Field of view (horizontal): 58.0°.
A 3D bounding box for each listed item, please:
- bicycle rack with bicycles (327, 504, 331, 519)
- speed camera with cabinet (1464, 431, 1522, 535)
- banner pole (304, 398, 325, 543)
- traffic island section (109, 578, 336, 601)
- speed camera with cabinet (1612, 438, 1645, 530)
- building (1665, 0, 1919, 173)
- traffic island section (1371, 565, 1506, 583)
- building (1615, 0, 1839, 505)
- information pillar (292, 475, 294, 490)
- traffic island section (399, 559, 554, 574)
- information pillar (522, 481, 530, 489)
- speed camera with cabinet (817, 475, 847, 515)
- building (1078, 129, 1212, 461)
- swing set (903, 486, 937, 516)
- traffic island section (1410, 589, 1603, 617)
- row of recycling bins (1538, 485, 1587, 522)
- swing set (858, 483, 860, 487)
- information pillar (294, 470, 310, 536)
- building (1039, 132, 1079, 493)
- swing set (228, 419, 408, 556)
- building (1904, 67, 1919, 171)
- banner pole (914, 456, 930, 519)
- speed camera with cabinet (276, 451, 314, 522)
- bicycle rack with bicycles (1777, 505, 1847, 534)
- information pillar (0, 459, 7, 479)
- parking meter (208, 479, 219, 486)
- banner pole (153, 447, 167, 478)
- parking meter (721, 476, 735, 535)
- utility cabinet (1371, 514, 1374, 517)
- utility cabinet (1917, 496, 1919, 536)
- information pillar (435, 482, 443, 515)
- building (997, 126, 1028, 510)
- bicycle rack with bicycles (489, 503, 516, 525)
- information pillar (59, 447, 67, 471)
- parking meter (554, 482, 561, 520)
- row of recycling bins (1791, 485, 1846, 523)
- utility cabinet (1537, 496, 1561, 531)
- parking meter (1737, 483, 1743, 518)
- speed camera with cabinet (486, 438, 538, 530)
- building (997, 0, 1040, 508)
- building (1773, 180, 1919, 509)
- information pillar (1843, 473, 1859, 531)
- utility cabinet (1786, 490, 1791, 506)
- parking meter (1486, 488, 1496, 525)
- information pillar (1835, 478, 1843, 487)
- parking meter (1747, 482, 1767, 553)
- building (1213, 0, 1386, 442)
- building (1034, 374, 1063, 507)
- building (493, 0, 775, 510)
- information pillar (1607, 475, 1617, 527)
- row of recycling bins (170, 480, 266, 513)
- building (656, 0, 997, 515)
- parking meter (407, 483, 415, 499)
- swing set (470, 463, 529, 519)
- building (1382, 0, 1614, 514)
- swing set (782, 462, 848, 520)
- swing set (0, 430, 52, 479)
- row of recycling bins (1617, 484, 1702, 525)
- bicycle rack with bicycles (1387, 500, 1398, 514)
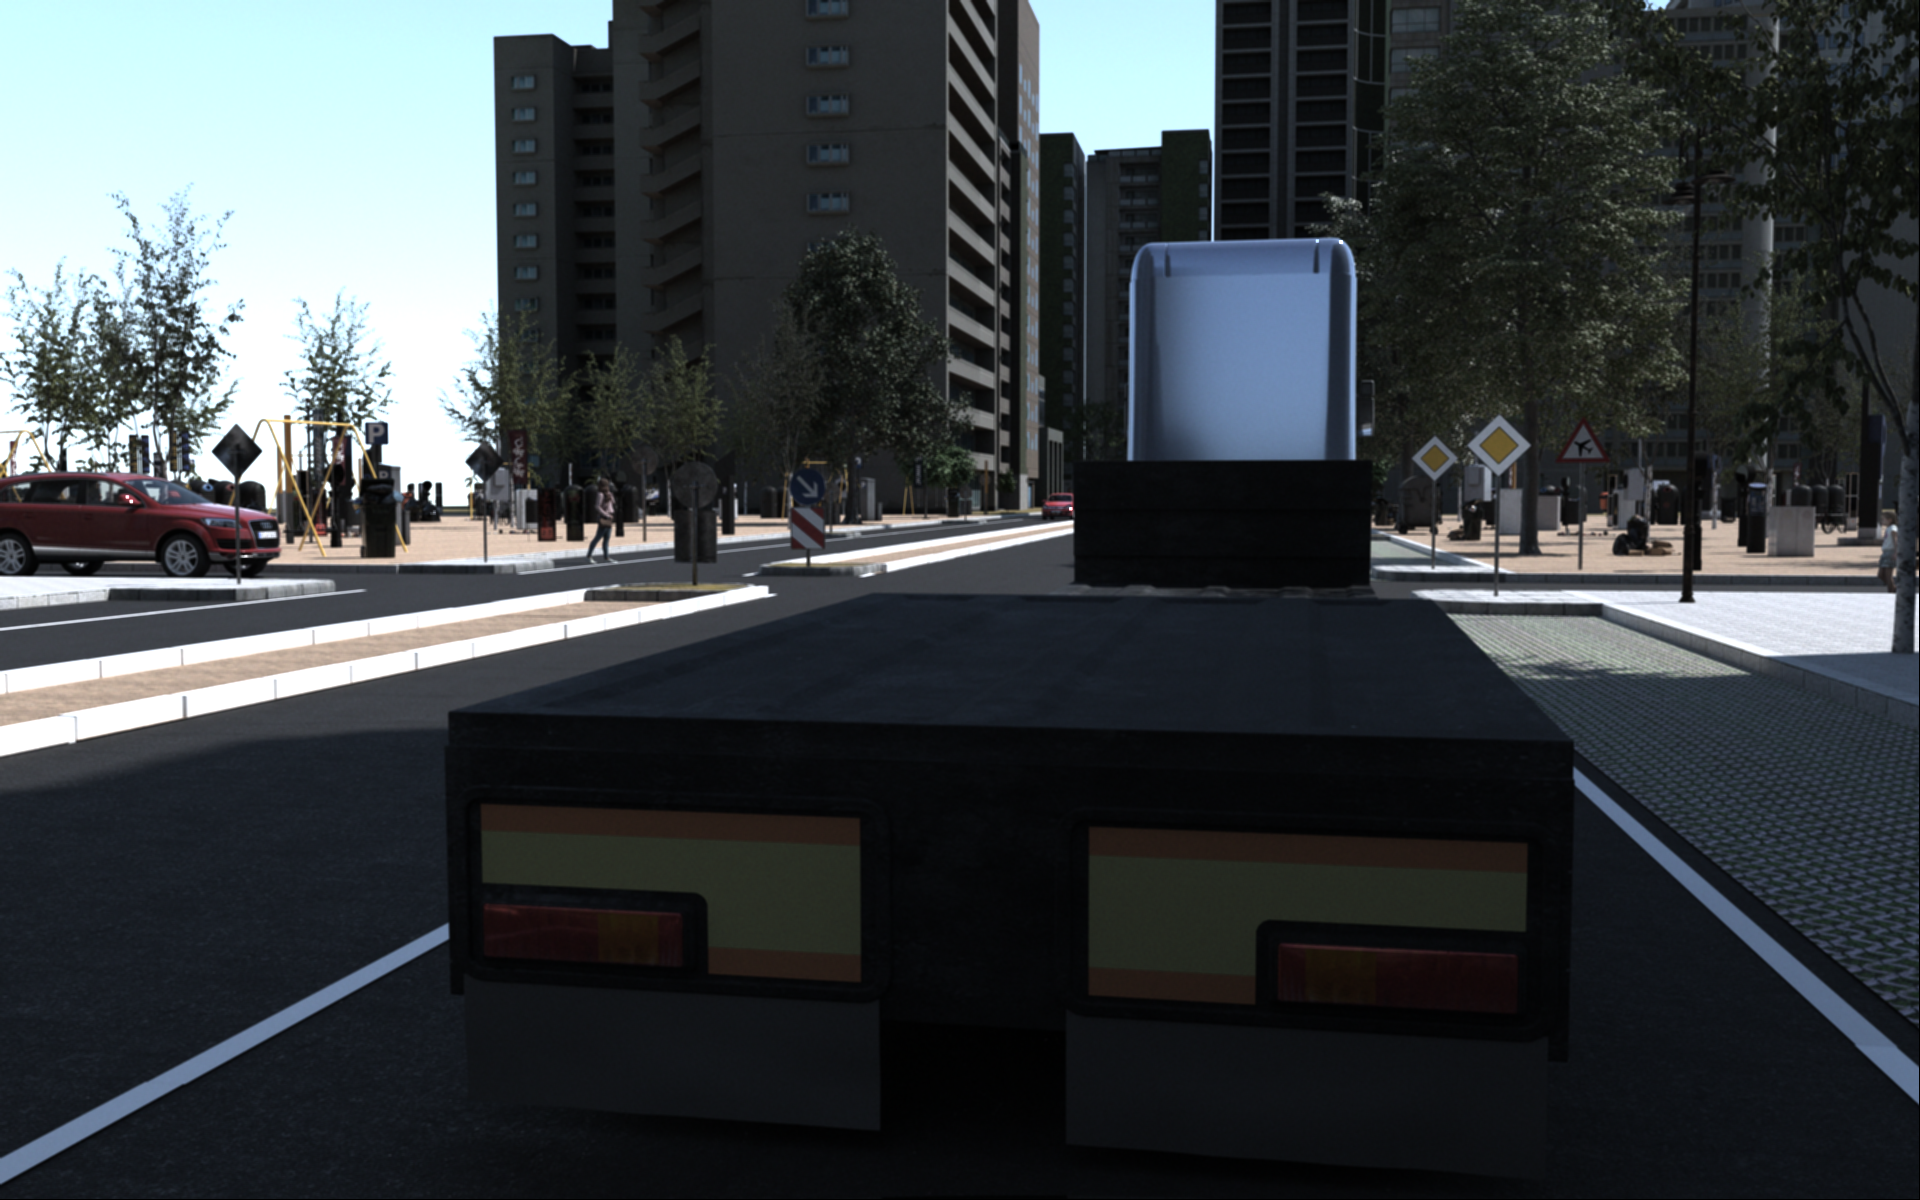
[{"bbox_3d":[-31.613,-4.747,90.998,2.925,0.926,2.852,2,4,32],"label":"bicycle rack with bicycles"},{"bbox_3d":[16.921,-3.673,54.396,2.038,3.252,0.660,3,5,41],"label":"speed camera with cabinet"},{"bbox_3d":[-16.754,-3.363,45.005,0.863,3.779,0.401,2,4,32],"label":"banner pole"},{"bbox_3d":[-10.293,-0.146,24.674,2.009,0.180,2.903,1,4,10],"label":"traffic island section"},{"bbox_3d":[24.070,-4.162,62.382,0.660,3.252,2.038,0,4,7],"label":"speed camera with cabinet"},{"bbox_3d":[92.459,-39.521,188.165,28.212,58.520,21.231,1,4,10],"label":"building"},{"bbox_3d":[8.105,-0.448,29.607,2.009,0.180,2.903,1,4,10],"label":"traffic island section"},{"bbox_3d":[47.685,-27.162,135.972,32.217,40.220,23.993,1,4,10],"label":"building"},{"bbox_3d":[-25.129,-3.707,65.094,0.304,2.012,0.304,2,4,33],"label":"information pillar"},{"bbox_3d":[-8.934,-0.628,32.543,2.009,0.180,2.903,1,4,10],"label":"traffic island section"},{"bbox_3d":[-22.661,-5.263,90.534,0.304,2.012,0.304,1,4,20],"label":"information pillar"},{"bbox_3d":[-7.873,-6.748,104.668,2.038,3.252,0.660,0,4,-7],"label":"speed camera with cabinet"},{"bbox_3d":[21.611,-31.473,198.175,14.086,41.232,14.154,1,4,10],"label":"building"},{"bbox_3d":[-1.862,-6.546,104.651,3.119,2.851,2.862,1,4,10],"label":"swing set"},{"bbox_3d":[6.746,0.033,21.738,2.009,0.180,2.903,1,4,10],"label":"traffic island section"},{"bbox_3d":[27.956,-4.545,81.425,1.069,1.692,3.534,-2,4,-31],"label":"row of recycling bins"},{"bbox_3d":[-7.178,-6.707,107.285,2.862,2.851,3.119,1,4,15],"label":"swing set"},{"bbox_3d":[-20.248,-2.993,53.426,0.304,2.012,0.304,-1,4,-12],"label":"information pillar"},{"bbox_3d":[6.916,-31.584,199.993,14.086,41.232,14.154,1,4,10],"label":"building"},{"bbox_3d":[-14.035,-2.419,37.176,2.862,2.851,3.119,1,4,17],"label":"swing set"},{"bbox_3d":[95.574,-29.002,157.780,14.086,41.232,14.154,1,4,10],"label":"building"},{"bbox_3d":[-1.980,-6.056,89.032,0.863,3.779,0.401,0,4,-2],"label":"banner pole"},{"bbox_3d":[-30.381,-5.187,79.142,0.660,3.252,2.038,1,4,16],"label":"speed camera with cabinet"},{"bbox_3d":[27.894,-2.658,56.834,2.925,0.926,2.852,-1,4,-18],"label":"bicycle rack with bicycles"},{"bbox_3d":[-63.847,-7.604,115.688,0.183,3.616,0.504,2,4,24],"label":"information pillar"},{"bbox_3d":[-27.985,-3.629,65.041,0.399,1.863,0.255,1,4,16],"label":"parking meter"},{"bbox_3d":[-42.053,-6.193,91.274,0.863,3.779,0.401,-2,4,-30],"label":"banner pole"},{"bbox_3d":[-7.332,-2.997,54.712,0.399,1.863,0.255,3,5,45],"label":"parking meter"},{"bbox_3d":[22.576,-5.332,95.864,0.318,1.500,1.173,0,4,-4],"label":"utility cabinet"},{"bbox_3d":[29.177,-2.525,52.450,1.020,1.237,0.306,2,4,33],"label":"utility cabinet"},{"bbox_3d":[-32.435,-6.319,107.807,0.304,2.012,0.304,2,4,28],"label":"information pillar"},{"bbox_3d":[-2.477,-22.343,137.002,14.160,30.474,14.107,1,4,10],"label":"building"},{"bbox_3d":[-18.374,-3.592,72.110,2.852,0.926,2.925,-1,4,-17],"label":"bicycle rack with bicycles"},{"bbox_3d":[-44.757,-5.820,86.507,0.183,3.616,0.504,1,4,12],"label":"information pillar"},{"bbox_3d":[-19.750,-4.850,85.012,0.255,1.863,0.399,-2,4,-27],"label":"parking meter"},{"bbox_3d":[39.167,-4.359,78.379,3.534,1.692,1.069,-1,4,-20],"label":"row of recycling bins"},{"bbox_3d":[20.650,-3.056,61.134,1.020,1.237,0.306,3,5,43],"label":"utility cabinet"},{"bbox_3d":[41.898,-5.333,92.899,0.399,1.863,0.255,-2,4,-31],"label":"parking meter"},{"bbox_3d":[-15.889,-4.142,62.056,2.038,3.252,0.660,-2,4,-31],"label":"speed camera with cabinet"},{"bbox_3d":[-0.851,-30.621,150.756,14.600,45.320,14.200,1,4,10],"label":"building"},{"bbox_3d":[81.488,-23.720,159.525,14.107,30.474,14.160,1,4,10],"label":"building"},{"bbox_3d":[31.103,-3.421,60.424,0.304,2.012,0.304,0,4,-2],"label":"information pillar"},{"bbox_3d":[44.950,-5.164,93.117,1.173,1.500,0.318,-2,4,-24],"label":"utility cabinet"},{"bbox_3d":[21.856,-3.846,71.297,0.372,1.533,0.369,0,3,0],"label":"parking meter"},{"bbox_3d":[40.820,-4.642,80.385,0.304,2.012,0.304,0,4,0],"label":"information pillar"},{"bbox_3d":[17.356,-1.793,37.721,0.372,1.533,0.369,0,3,0],"label":"parking meter"},{"bbox_3d":[39.497,-46.405,196.971,20.611,71.187,20.563,1,4,10],"label":"building"},{"bbox_3d":[-6.522,-52.344,168.503,31.000,86.520,22.319,1,4,10],"label":"building"},{"bbox_3d":[-32.548,-33.743,175.397,21.600,48.544,21.300,1,4,10],"label":"building"},{"bbox_3d":[25.351,-3.843,67.320,0.304,2.012,0.304,2,4,26],"label":"information pillar"},{"bbox_3d":[-22.452,-2.748,52.044,1.069,1.692,3.534,2,4,27],"label":"row of recycling bins"},{"bbox_3d":[-9.555,-30.298,119.078,21.300,48.544,21.600,1,4,10],"label":"building"},{"bbox_3d":[-29.156,-5.278,92.003,0.255,1.863,0.399,1,4,10],"label":"parking meter"},{"bbox_3d":[-23.379,-5.500,87.548,3.119,2.851,2.862,-1,4,-15],"label":"swing set"},{"bbox_3d":[36.060,-26.609,118.657,14.154,41.232,14.086,1,4,10],"label":"building"},{"bbox_3d":[-7.147,-5.325,84.682,3.119,2.851,2.862,-1,4,-17],"label":"swing set"},{"bbox_3d":[-23.685,-2.776,43.007,3.119,2.851,2.862,3,5,41],"label":"swing set"},{"bbox_3d":[29.290,-4.023,72.888,3.534,1.692,1.069,1,4,21],"label":"row of recycling bins"},{"bbox_3d":[25.356,-5.332,100.555,2.925,0.926,2.852,-1,4,-20],"label":"bicycle rack with bicycles"}]
